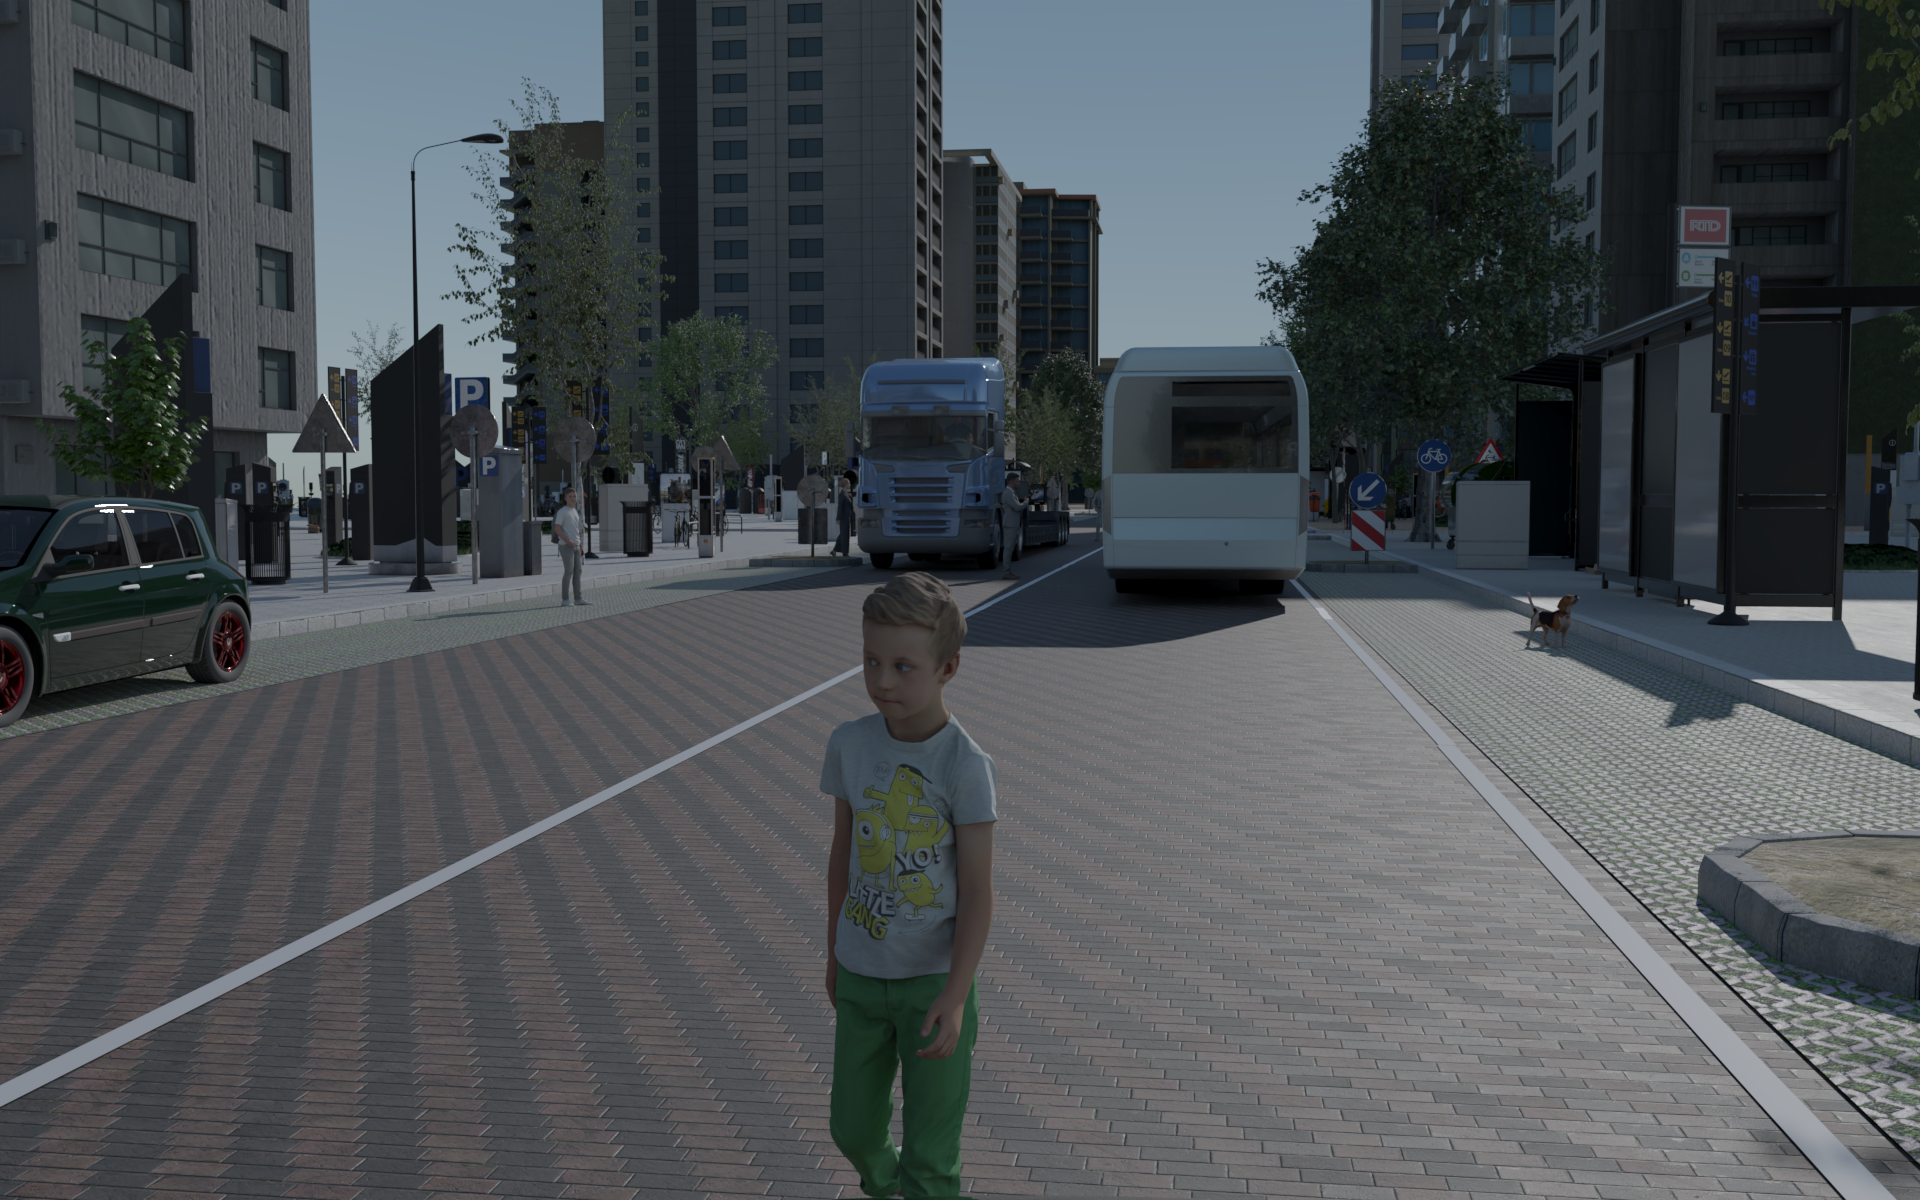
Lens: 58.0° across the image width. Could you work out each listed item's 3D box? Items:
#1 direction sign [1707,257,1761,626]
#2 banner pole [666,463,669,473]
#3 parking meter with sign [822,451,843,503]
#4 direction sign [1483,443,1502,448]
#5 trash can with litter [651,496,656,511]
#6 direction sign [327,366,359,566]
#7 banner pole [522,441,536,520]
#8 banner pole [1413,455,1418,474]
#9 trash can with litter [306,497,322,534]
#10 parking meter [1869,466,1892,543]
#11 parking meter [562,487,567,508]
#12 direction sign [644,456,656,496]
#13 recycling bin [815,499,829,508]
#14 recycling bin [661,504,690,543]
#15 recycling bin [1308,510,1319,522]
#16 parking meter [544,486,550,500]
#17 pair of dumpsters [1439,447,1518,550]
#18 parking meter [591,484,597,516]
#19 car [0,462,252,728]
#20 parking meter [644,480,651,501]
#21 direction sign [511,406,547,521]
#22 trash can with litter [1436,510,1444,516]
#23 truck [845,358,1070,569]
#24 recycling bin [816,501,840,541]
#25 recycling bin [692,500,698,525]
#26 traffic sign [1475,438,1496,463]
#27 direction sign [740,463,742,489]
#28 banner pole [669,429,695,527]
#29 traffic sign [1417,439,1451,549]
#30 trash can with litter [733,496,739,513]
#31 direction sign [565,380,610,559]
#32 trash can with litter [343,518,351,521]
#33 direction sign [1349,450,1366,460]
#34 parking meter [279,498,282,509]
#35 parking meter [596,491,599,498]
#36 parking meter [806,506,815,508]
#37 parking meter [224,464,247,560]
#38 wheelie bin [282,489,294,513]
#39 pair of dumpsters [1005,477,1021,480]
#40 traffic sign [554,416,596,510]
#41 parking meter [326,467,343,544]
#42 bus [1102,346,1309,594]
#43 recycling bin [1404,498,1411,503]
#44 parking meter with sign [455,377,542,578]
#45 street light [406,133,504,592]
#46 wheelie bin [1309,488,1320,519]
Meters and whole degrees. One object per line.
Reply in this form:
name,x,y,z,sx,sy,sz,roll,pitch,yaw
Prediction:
direction sign,7.550,-1.524,16.915,0.876,3.537,0.379,-3,5,-40
banner pole,-23.113,-9.038,137.785,0.863,3.779,0.401,-2,4,-33
parking meter with sign,-4.765,-4.591,71.318,1.738,3.016,0.543,-2,4,-26
direction sign,23.703,-5.207,77.124,0.876,3.537,0.379,1,4,17
trash can with litter,-22.664,-7.025,126.239,1.055,1.170,0.624,0,4,7
direction sign,-11.068,-2.395,31.158,0.379,3.537,0.876,1,4,14
banner pole,-17.825,-5.027,72.216,0.401,3.779,0.863,-3,4,-39
banner pole,29.553,-7.480,112.319,0.863,3.779,0.401,-2,4,-35
trash can with litter,-21.038,-2.766,56.618,0.624,1.170,1.055,-1,4,-17
parking meter,19.060,-1.844,35.856,0.399,1.863,0.255,2,4,28
parking meter,-31.391,-8.062,137.519,0.399,1.863,0.255,-3,5,-41
direction sign,-18.552,-6.749,102.337,0.876,3.537,0.379,-1,4,-15
recycling bin,-7.502,-4.946,93.417,0.722,1.027,0.722,1,4,22
recycling bin,-7.592,-2.054,46.130,0.722,1.027,0.722,-1,4,-11
recycling bin,16.355,-4.210,81.380,0.722,1.027,0.722,-2,4,-27
parking meter,-28.354,-6.922,118.891,0.255,1.863,0.399,-2,4,-34
pair of dumpsters,11.566,-2.161,37.823,1.574,2.255,4.437,0,4,8
parking meter,-21.489,-5.872,101.715,0.255,1.863,0.399,-1,4,-17
car,-6.510,-0.123,11.797,2.009,1.686,4.222,0,4,7
parking meter,-12.419,-3.836,68.434,0.399,1.863,0.255,-3,5,-43
direction sign,-11.168,-3.238,44.933,0.876,3.537,0.379,-1,4,-23
trash can with litter,28.117,-5.531,101.489,2.233,1.210,1.678,-1,4,-21
truck,0.555,-3.082,40.149,2.967,4.110,18.799,1,4,8
recycling bin,-3.417,-2.122,47.245,0.722,1.027,0.722,1,4,10
recycling bin,-11.407,-3.720,73.371,0.722,1.027,0.722,1,4,18
traffic sign,12.281,-2.456,40.154,0.884,2.594,0.081,1,4,14
direction sign,-16.219,-8.341,128.379,0.379,3.537,0.876,-1,4,-18
banner pole,-10.579,-4.683,66.578,0.863,3.779,0.401,-2,4,-33
traffic sign,11.031,-2.461,40.346,0.768,2.556,0.104,1,4,16
trash can with litter,-14.807,-6.641,119.634,2.233,1.210,1.678,-2,4,-26
direction sign,-7.407,-2.601,34.526,0.876,3.537,0.379,0,4,0
trash can with litter,-29.329,-4.356,82.276,2.233,1.210,1.678,0,4,4
direction sign,20.398,-5.927,88.896,0.876,3.537,0.379,1,4,16
parking meter,-47.929,-6.947,121.999,0.372,1.533,0.369,0,3,0
parking meter,-25.629,-6.969,122.346,0.372,1.533,0.369,0,3,0
parking meter,-7.060,-4.653,81.792,0.399,1.863,0.255,3,5,42
parking meter,-14.002,-1.699,33.493,0.399,1.863,0.255,-1,4,-21
wheelie bin,-45.892,-6.742,118.146,0.980,1.594,0.693,0,4,-5
pair of dumpsters,2.468,-5.325,89.550,1.574,2.255,4.437,1,4,8
traffic sign,-6.304,-1.725,28.314,0.768,2.556,0.104,1,4,16
parking meter,-13.227,-1.886,36.541,0.255,1.863,0.399,0,4,7
bus,3.846,-2.038,28.187,2.948,3.499,13.247,0,4,7
recycling bin,29.776,-6.343,116.257,0.722,1.027,0.722,-1,4,-12
parking meter with sign,-7.051,-1.860,26.675,0.543,3.016,1.738,1,4,15
street light,-6.560,-3.057,22.529,1.470,5.913,1.316,1,4,8
wheelie bin,17.858,-4.868,87.500,0.693,1.594,0.980,1,4,14
